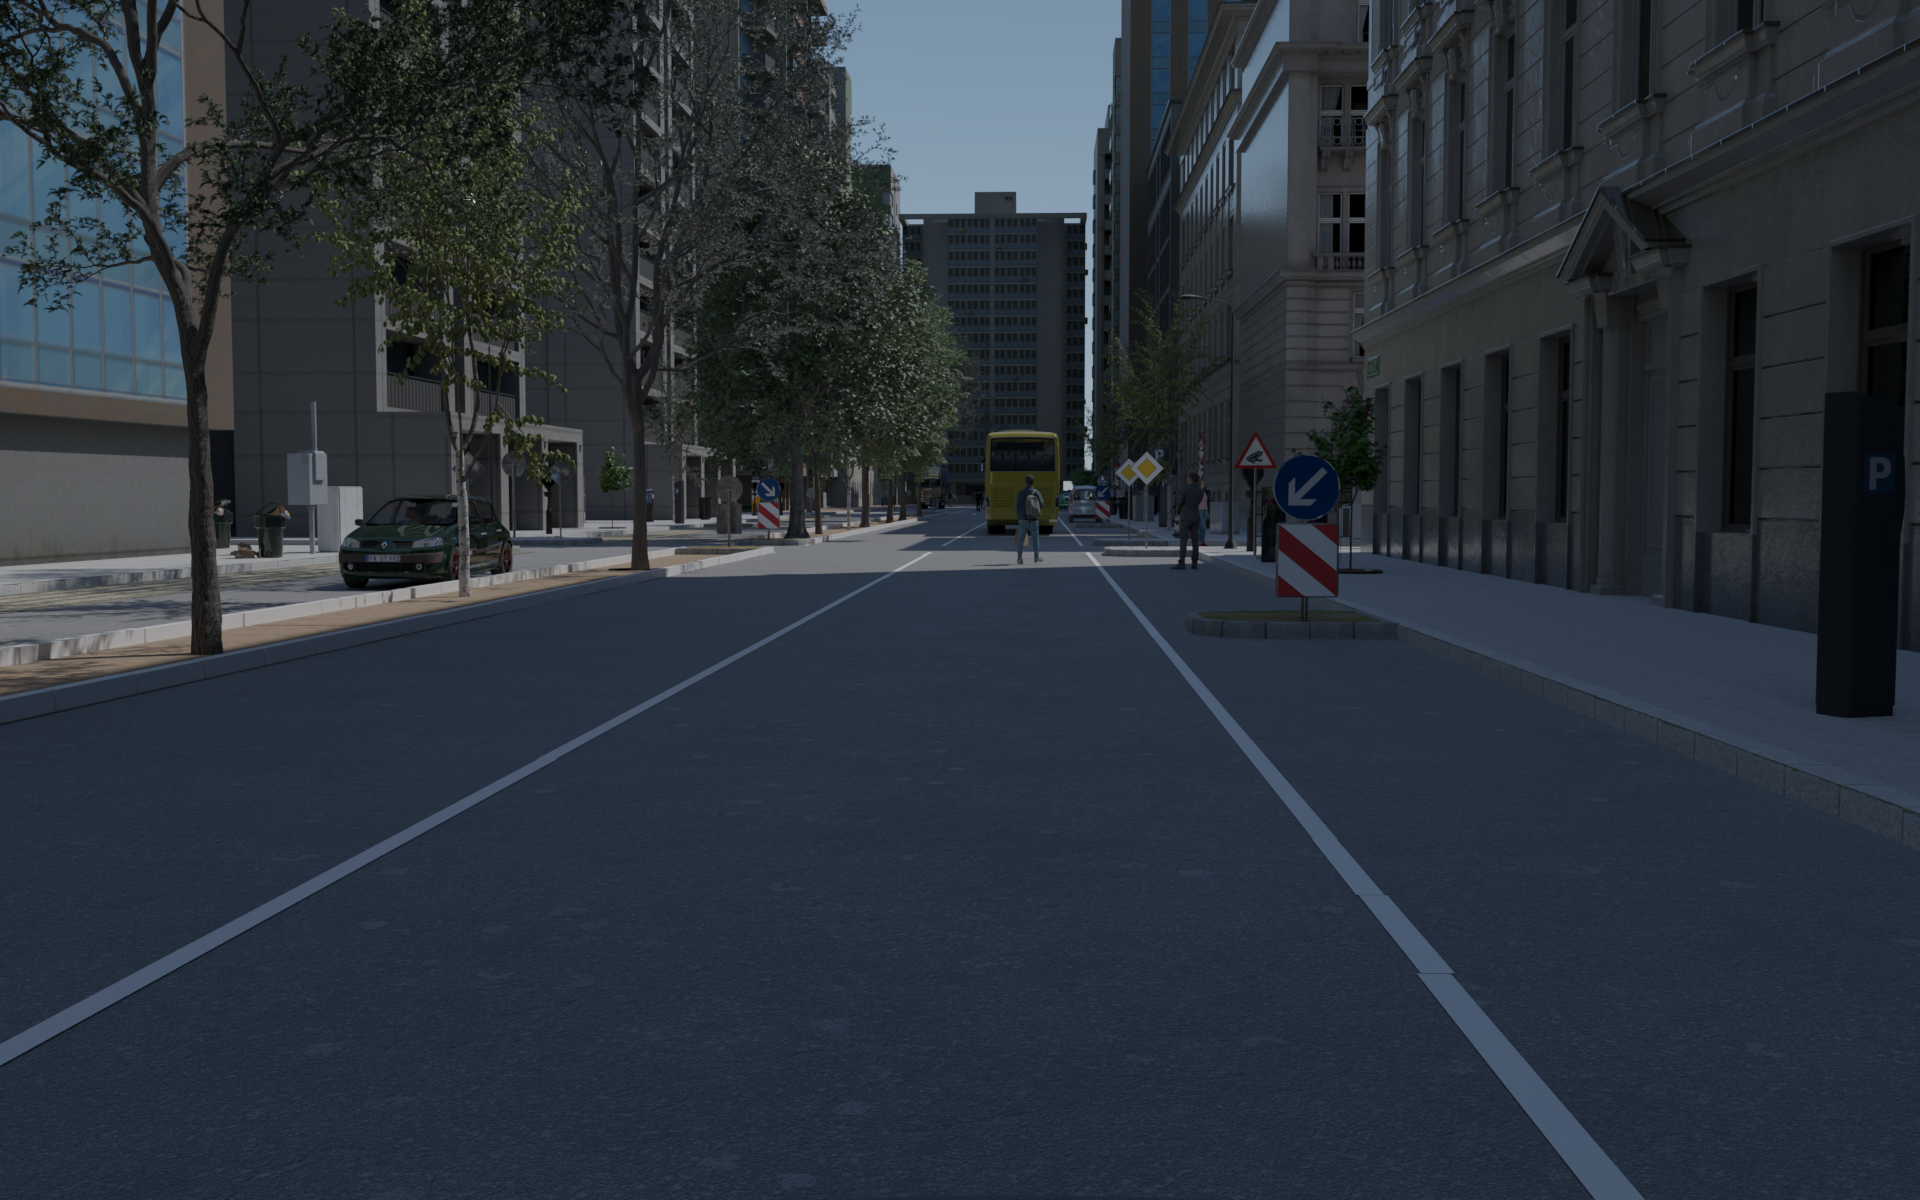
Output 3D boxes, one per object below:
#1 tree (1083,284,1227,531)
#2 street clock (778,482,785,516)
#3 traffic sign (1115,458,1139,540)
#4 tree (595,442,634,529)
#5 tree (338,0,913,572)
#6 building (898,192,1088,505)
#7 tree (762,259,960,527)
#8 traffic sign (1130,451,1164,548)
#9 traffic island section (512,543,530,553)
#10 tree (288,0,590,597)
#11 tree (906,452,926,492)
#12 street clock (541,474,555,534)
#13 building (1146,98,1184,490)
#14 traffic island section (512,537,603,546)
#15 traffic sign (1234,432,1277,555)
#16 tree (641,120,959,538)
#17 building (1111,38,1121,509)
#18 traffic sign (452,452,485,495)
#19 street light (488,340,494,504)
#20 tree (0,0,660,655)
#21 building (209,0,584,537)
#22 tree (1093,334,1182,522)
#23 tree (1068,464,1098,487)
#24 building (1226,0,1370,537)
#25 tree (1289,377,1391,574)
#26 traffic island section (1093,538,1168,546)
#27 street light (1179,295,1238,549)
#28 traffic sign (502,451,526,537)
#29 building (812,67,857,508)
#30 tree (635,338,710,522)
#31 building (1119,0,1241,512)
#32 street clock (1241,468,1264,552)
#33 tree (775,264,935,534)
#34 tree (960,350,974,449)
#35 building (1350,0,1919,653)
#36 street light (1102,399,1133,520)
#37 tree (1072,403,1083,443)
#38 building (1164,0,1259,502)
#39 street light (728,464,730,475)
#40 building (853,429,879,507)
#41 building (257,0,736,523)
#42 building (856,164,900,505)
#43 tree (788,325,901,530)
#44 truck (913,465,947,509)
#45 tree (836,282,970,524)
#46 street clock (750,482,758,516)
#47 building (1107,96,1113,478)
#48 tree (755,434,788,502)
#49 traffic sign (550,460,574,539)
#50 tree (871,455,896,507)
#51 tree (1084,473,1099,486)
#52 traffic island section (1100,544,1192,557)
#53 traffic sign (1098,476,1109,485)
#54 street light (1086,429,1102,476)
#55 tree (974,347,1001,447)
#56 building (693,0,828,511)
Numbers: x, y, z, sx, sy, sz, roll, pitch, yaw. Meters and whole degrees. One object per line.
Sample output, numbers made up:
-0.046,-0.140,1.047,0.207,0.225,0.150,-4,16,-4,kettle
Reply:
7.067,-6.721,60.249,4.737,8.622,4.395,0,3,0,tree
-10.695,-6.038,103.287,0.471,2.002,0.358,-3,4,-38,street clock
4.755,-2.759,48.753,0.795,2.450,0.064,0,4,3,traffic sign
-12.949,-4.262,64.279,1.663,3.219,1.824,0,3,0,tree
-5.944,-7.276,31.783,12.009,13.543,11.850,0,3,0,tree
4.541,-32.627,225.331,23.993,40.220,32.217,0,4,3,building
-4.160,-9.410,74.439,7.486,12.596,7.792,0,3,0,tree
4.392,-2.271,40.776,0.795,2.450,0.064,0,4,3,traffic sign
-11.809,-1.181,41.592,2.009,0.180,2.903,0,4,3,traffic island section
-6.835,-4.323,23.506,4.737,8.622,4.395,0,3,0,tree
-3.274,-8.997,99.923,4.360,8.622,3.978,0,3,0,tree
-13.128,-3.102,55.284,0.471,2.002,0.358,-1,4,-19,street clock
19.685,-19.414,110.923,14.314,27.812,24.014,0,4,3,building
-11.446,-1.669,49.569,2.009,0.180,2.903,0,4,3,traffic island section
6.159,-2.209,36.115,0.884,2.594,0.081,1,4,11,traffic sign
-4.949,-8.134,52.461,9.611,12.733,9.660,0,3,0,tree
20.879,-29.071,158.905,14.154,41.232,14.086,0,4,3,building
-11.785,-2.317,41.530,0.795,2.450,0.064,0,4,3,traffic sign
-12.855,-4.700,49.389,1.470,5.913,1.316,0,4,3,street light
-6.674,-4.807,15.470,8.767,10.594,7.601,0,4,3,tree
-24.778,-38.027,59.990,20.563,71.187,20.611,0,4,3,building
8.193,-7.844,78.610,4.360,8.622,3.978,0,3,0,tree
14.270,-13.270,200.683,4.285,4.588,4.351,0,3,0,tree
21.352,-13.091,55.837,24.055,21.916,13.314,0,4,3,building
6.468,-2.058,28.250,1.663,3.219,1.824,0,3,0,tree
4.779,-1.624,48.829,2.009,0.180,2.903,0,4,3,traffic island section
5.806,-4.155,40.483,1.470,5.913,1.316,0,4,3,street light
-13.224,-3.132,51.321,0.768,2.556,0.104,1,4,9,traffic sign
-17.742,-29.217,161.287,14.154,41.232,14.086,0,4,3,building
-13.072,-7.875,79.117,4.360,8.622,3.978,0,3,0,tree
19.313,-29.376,130.403,14.600,45.320,14.200,0,4,3,building
6.509,-2.082,38.609,0.471,2.002,0.358,-1,4,-8,street clock
-4.949,-7.606,61.225,8.767,10.594,7.601,0,4,3,tree
-3.145,-10.517,92.531,7.486,12.596,7.792,0,3,0,tree
15.763,-14.634,15.678,17.030,29.872,44.131,0,4,3,building
7.860,-6.875,84.947,1.470,5.913,1.316,0,4,3,street light
9.343,-9.678,108.598,4.737,8.622,4.395,0,3,0,tree
18.984,-15.310,83.607,16.112,22.955,30.059,0,4,3,building
-11.117,-7.022,87.354,1.470,5.913,1.316,0,4,3,street light
-24.442,-20.830,185.612,28.899,21.520,27.650,0,4,3,building
-23.267,-40.062,93.265,20.563,71.187,20.611,0,4,3,building
-14.865,-32.673,217.790,14.086,41.232,14.154,0,4,3,building
-4.403,-7.074,68.484,4.360,8.622,3.978,0,3,0,tree
-2.778,-10.922,167.494,2.839,4.237,11.283,0,4,2,truck
-3.307,-9.514,83.768,9.928,11.665,9.643,0,3,0,tree
-12.082,-5.952,101.891,0.358,2.002,0.471,3,5,41,street clock
27.003,-34.319,180.728,23.786,49.044,30.456,0,4,3,building
-11.805,-9.797,110.541,4.360,8.622,3.978,0,3,0,tree
-11.422,-2.805,49.507,0.795,2.450,0.064,0,4,3,traffic sign
-7.567,-13.646,173.472,4.737,8.622,4.395,0,3,0,tree
11.561,-9.387,148.079,1.663,3.219,1.824,0,3,0,tree
4.416,-1.136,40.852,2.009,0.180,2.903,0,4,3,traffic island section
9.951,-7.351,120.293,0.768,2.556,0.104,0,4,5,traffic sign
9.578,-9.227,123.403,1.470,5.913,1.316,0,4,3,street light
-2.533,-11.938,108.018,12.009,13.543,11.850,0,3,0,tree
-22.499,-29.646,139.344,22.147,44.769,28.867,0,4,3,building
